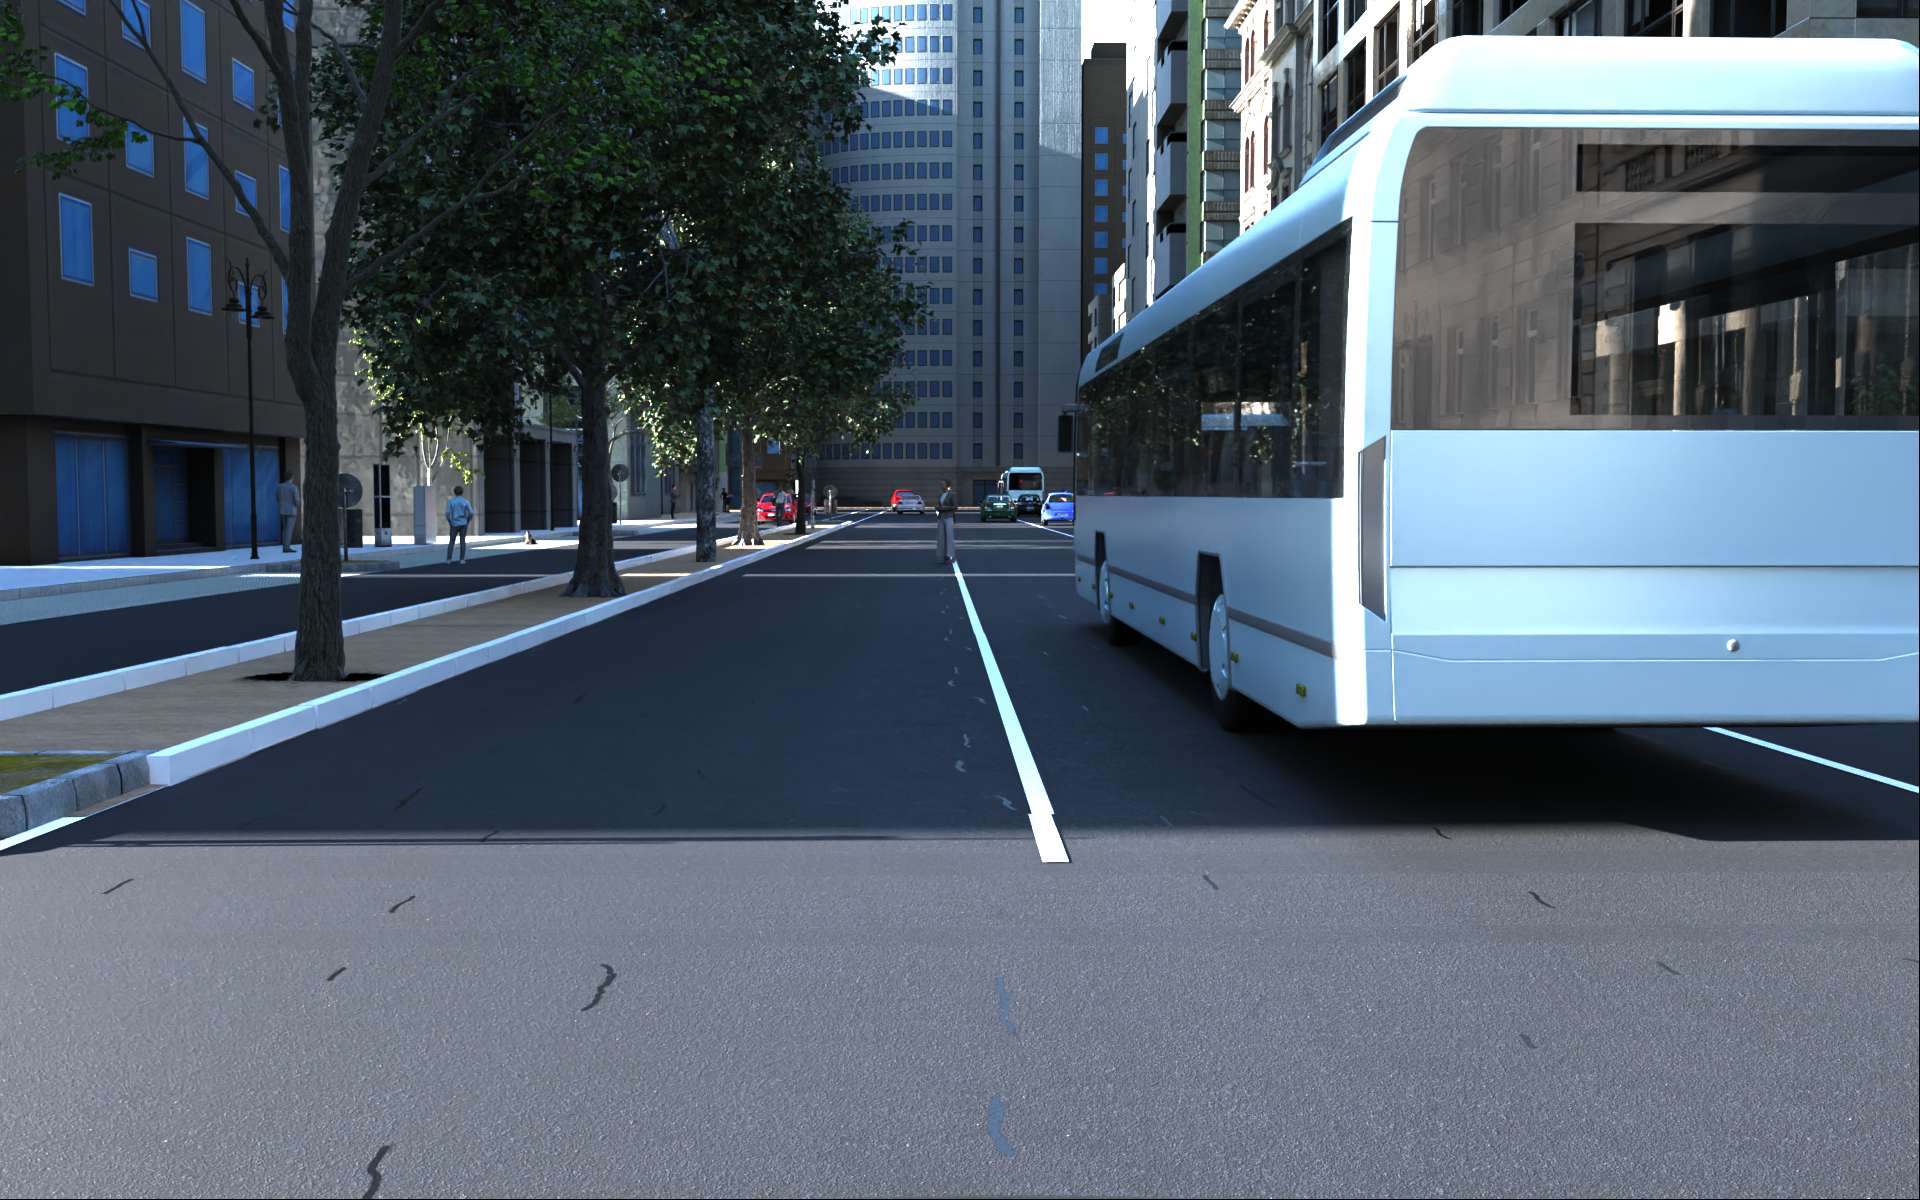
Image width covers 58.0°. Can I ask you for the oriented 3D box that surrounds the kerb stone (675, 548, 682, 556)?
[{"bbox_3d":[-6.558,-1.070,39.696,0.120,0.150,1.000,0,4,-1],"label":"kerb stone"}]

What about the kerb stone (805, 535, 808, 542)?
[{"bbox_3d":[-4.652,-1.763,51.015,0.120,0.150,1.000,0,4,-1],"label":"kerb stone"}]

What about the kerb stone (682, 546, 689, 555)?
[{"bbox_3d":[-6.570,-1.133,40.718,0.120,0.150,1.000,0,4,-1],"label":"kerb stone"}]

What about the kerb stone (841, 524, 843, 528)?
[{"bbox_3d":[-4.970,-2.953,70.475,0.120,0.150,1.000,0,4,-1],"label":"kerb stone"}]

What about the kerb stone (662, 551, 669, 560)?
[{"bbox_3d":[-6.517,-0.945,37.649,0.120,0.150,1.000,0,4,-1],"label":"kerb stone"}]

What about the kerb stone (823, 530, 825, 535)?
[{"bbox_3d":[-4.790,-2.258,59.209,0.120,0.150,1.000,0,4,-1],"label":"kerb stone"}]

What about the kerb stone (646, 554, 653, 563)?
[{"bbox_3d":[-6.496,-0.820,35.603,0.120,0.150,1.000,0,4,-1],"label":"kerb stone"}]

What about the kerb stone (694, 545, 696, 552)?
[{"bbox_3d":[-6.614,-1.258,42.782,0.120,0.150,1.000,0,4,-1],"label":"kerb stone"}]

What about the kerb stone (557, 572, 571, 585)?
[{"bbox_3d":[-6.358,-0.320,27.420,0.120,0.150,1.000,0,4,-1],"label":"kerb stone"}]

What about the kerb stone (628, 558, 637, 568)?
[{"bbox_3d":[-6.456,-0.695,33.559,0.120,0.150,1.000,0,4,-1],"label":"kerb stone"}]

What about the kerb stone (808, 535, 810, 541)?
[{"bbox_3d":[-4.669,-1.825,52.038,0.120,0.150,1.000,0,4,-1],"label":"kerb stone"}]

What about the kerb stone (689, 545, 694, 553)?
[{"bbox_3d":[-6.592,-1.194,41.751,0.120,0.150,1.000,0,4,-1],"label":"kerb stone"}]

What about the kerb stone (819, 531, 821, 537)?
[{"bbox_3d":[-4.750,-2.138,57.157,0.120,0.150,1.000,0,4,-1],"label":"kerb stone"}]

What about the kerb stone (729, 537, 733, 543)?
[{"bbox_3d":[-6.735,-1.699,49.970,0.120,0.150,1.000,0,4,-1],"label":"kerb stone"}]

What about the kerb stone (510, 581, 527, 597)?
[{"bbox_3d":[-6.302,-0.132,24.348,0.120,0.150,1.000,0,4,-1],"label":"kerb stone"}]

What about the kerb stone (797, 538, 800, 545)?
[{"bbox_3d":[-4.593,-1.575,47.947,0.120,0.150,1.000,0,4,-1],"label":"kerb stone"}]

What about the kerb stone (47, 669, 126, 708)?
[{"bbox_3d":[-6.096,0.624,12.016,0.120,0.150,1.000,0,4,-1],"label":"kerb stone"}]

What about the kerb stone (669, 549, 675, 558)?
[{"bbox_3d":[-6.547,-1.008,38.674,0.120,0.150,1.000,0,4,-1],"label":"kerb stone"}]

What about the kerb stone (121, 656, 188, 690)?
[{"bbox_3d":[-6.110,0.560,13.045,0.120,0.150,1.000,0,4,-1],"label":"kerb stone"}]

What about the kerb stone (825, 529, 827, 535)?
[{"bbox_3d":[-4.805,-2.326,60.231,0.120,0.150,1.000,0,4,-1],"label":"kerb stone"}]

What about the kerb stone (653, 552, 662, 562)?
[{"bbox_3d":[-6.495,-0.883,36.626,0.120,0.150,1.000,0,4,-1],"label":"kerb stone"}]

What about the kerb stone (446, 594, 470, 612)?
[{"bbox_3d":[-6.250,0.057,21.272,0.120,0.150,1.000,0,4,-1],"label":"kerb stone"}]

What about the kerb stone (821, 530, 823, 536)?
[{"bbox_3d":[-4.767,-2.201,58.187,0.120,0.150,1.000,0,4,-1],"label":"kerb stone"}]

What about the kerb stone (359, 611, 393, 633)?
[{"bbox_3d":[-6.199,0.245,18.190,0.120,0.150,1.000,0,4,-1],"label":"kerb stone"}]

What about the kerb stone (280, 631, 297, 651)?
[{"bbox_3d":[-6.154,0.371,16.129,0.120,0.150,1.000,0,4,-1],"label":"kerb stone"}]

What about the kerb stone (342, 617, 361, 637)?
[{"bbox_3d":[-6.185,0.308,17.154,0.120,0.150,1.000,0,4,-1],"label":"kerb stone"}]

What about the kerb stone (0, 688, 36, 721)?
[{"bbox_3d":[-6.074,0.687,10.994,0.120,0.150,1.000,0,4,-1],"label":"kerb stone"}]

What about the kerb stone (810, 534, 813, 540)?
[{"bbox_3d":[-4.683,-1.887,53.060,0.120,0.150,1.000,0,4,-1],"label":"kerb stone"}]

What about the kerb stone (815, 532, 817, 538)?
[{"bbox_3d":[-4.715,-2.013,55.106,0.120,0.150,1.000,0,4,-1],"label":"kerb stone"}]

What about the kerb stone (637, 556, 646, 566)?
[{"bbox_3d":[-6.470,-0.756,34.581,0.120,0.150,1.000,0,4,-1],"label":"kerb stone"}]

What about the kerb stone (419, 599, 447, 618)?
[{"bbox_3d":[-6.233,0.119,20.250,0.120,0.150,1.000,0,4,-1],"label":"kerb stone"}]

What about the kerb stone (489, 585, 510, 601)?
[{"bbox_3d":[-6.280,-0.068,23.321,0.120,0.150,1.000,0,4,-1],"label":"kerb stone"}]

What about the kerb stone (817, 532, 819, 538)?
[{"bbox_3d":[-4.739,-2.075,56.135,0.120,0.150,1.000,0,4,-1],"label":"kerb stone"}]

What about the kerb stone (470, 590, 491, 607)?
[{"bbox_3d":[-6.260,-0.006,22.299,0.120,0.150,1.000,0,4,-1],"label":"kerb stone"}]

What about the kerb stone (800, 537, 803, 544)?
[{"bbox_3d":[-4.614,-1.638,48.969,0.120,0.150,1.000,0,4,-1],"label":"kerb stone"}]

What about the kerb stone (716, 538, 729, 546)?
[{"bbox_3d":[-6.719,-1.635,48.943,0.120,0.150,1.000,0,4,-1],"label":"kerb stone"}]

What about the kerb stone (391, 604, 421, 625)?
[{"bbox_3d":[-6.216,0.183,19.215,0.120,0.150,1.000,0,4,-1],"label":"kerb stone"}]

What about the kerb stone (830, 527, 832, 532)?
[{"bbox_3d":[-4.854,-2.514,63.301,0.120,0.150,1.000,0,4,-1],"label":"kerb stone"}]

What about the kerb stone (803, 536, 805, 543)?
[{"bbox_3d":[-4.638,-1.700,49.991,0.120,0.150,1.000,0,4,-1],"label":"kerb stone"}]

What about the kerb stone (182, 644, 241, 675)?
[{"bbox_3d":[-6.126,0.497,14.071,0.120,0.150,1.000,0,4,-1],"label":"kerb stone"}]

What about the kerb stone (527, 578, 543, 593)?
[{"bbox_3d":[-6.315,-0.194,25.370,0.120,0.150,1.000,0,4,-1],"label":"kerb stone"}]

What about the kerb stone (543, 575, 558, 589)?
[{"bbox_3d":[-6.340,-0.255,26.392,0.120,0.150,1.000,0,4,-1],"label":"kerb stone"}]

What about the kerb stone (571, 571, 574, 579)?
[{"bbox_3d":[-6.370,-0.382,28.442,0.120,0.150,1.000,0,4,-1],"label":"kerb stone"}]

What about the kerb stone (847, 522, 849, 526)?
[{"bbox_3d":[-5.060,-3.266,75.592,0.120,0.150,1.000,0,4,-1],"label":"kerb stone"}]

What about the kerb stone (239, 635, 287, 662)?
[{"bbox_3d":[-6.145,0.440,15.107,0.120,0.150,1.000,0,4,-1],"label":"kerb stone"}]

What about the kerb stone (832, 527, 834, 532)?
[{"bbox_3d":[-4.869,-2.574,64.324,0.120,0.150,1.000,0,4,-1],"label":"kerb stone"}]

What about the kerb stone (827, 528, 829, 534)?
[{"bbox_3d":[-4.816,-2.385,61.257,0.120,0.150,1.000,0,4,-1],"label":"kerb stone"}]

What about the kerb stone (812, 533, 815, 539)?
[{"bbox_3d":[-4.703,-1.950,54.084,0.120,0.150,1.000,0,4,-1],"label":"kerb stone"}]

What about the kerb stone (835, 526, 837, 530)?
[{"bbox_3d":[-4.900,-2.702,66.370,0.120,0.150,1.000,0,4,-1],"label":"kerb stone"}]

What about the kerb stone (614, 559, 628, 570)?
[{"bbox_3d":[-6.441,-0.633,32.537,0.120,0.150,1.000,0,4,-1],"label":"kerb stone"}]

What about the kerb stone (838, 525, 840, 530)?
[{"bbox_3d":[-4.944,-2.826,68.426,0.120,0.150,1.000,0,4,-1],"label":"kerb stone"}]
